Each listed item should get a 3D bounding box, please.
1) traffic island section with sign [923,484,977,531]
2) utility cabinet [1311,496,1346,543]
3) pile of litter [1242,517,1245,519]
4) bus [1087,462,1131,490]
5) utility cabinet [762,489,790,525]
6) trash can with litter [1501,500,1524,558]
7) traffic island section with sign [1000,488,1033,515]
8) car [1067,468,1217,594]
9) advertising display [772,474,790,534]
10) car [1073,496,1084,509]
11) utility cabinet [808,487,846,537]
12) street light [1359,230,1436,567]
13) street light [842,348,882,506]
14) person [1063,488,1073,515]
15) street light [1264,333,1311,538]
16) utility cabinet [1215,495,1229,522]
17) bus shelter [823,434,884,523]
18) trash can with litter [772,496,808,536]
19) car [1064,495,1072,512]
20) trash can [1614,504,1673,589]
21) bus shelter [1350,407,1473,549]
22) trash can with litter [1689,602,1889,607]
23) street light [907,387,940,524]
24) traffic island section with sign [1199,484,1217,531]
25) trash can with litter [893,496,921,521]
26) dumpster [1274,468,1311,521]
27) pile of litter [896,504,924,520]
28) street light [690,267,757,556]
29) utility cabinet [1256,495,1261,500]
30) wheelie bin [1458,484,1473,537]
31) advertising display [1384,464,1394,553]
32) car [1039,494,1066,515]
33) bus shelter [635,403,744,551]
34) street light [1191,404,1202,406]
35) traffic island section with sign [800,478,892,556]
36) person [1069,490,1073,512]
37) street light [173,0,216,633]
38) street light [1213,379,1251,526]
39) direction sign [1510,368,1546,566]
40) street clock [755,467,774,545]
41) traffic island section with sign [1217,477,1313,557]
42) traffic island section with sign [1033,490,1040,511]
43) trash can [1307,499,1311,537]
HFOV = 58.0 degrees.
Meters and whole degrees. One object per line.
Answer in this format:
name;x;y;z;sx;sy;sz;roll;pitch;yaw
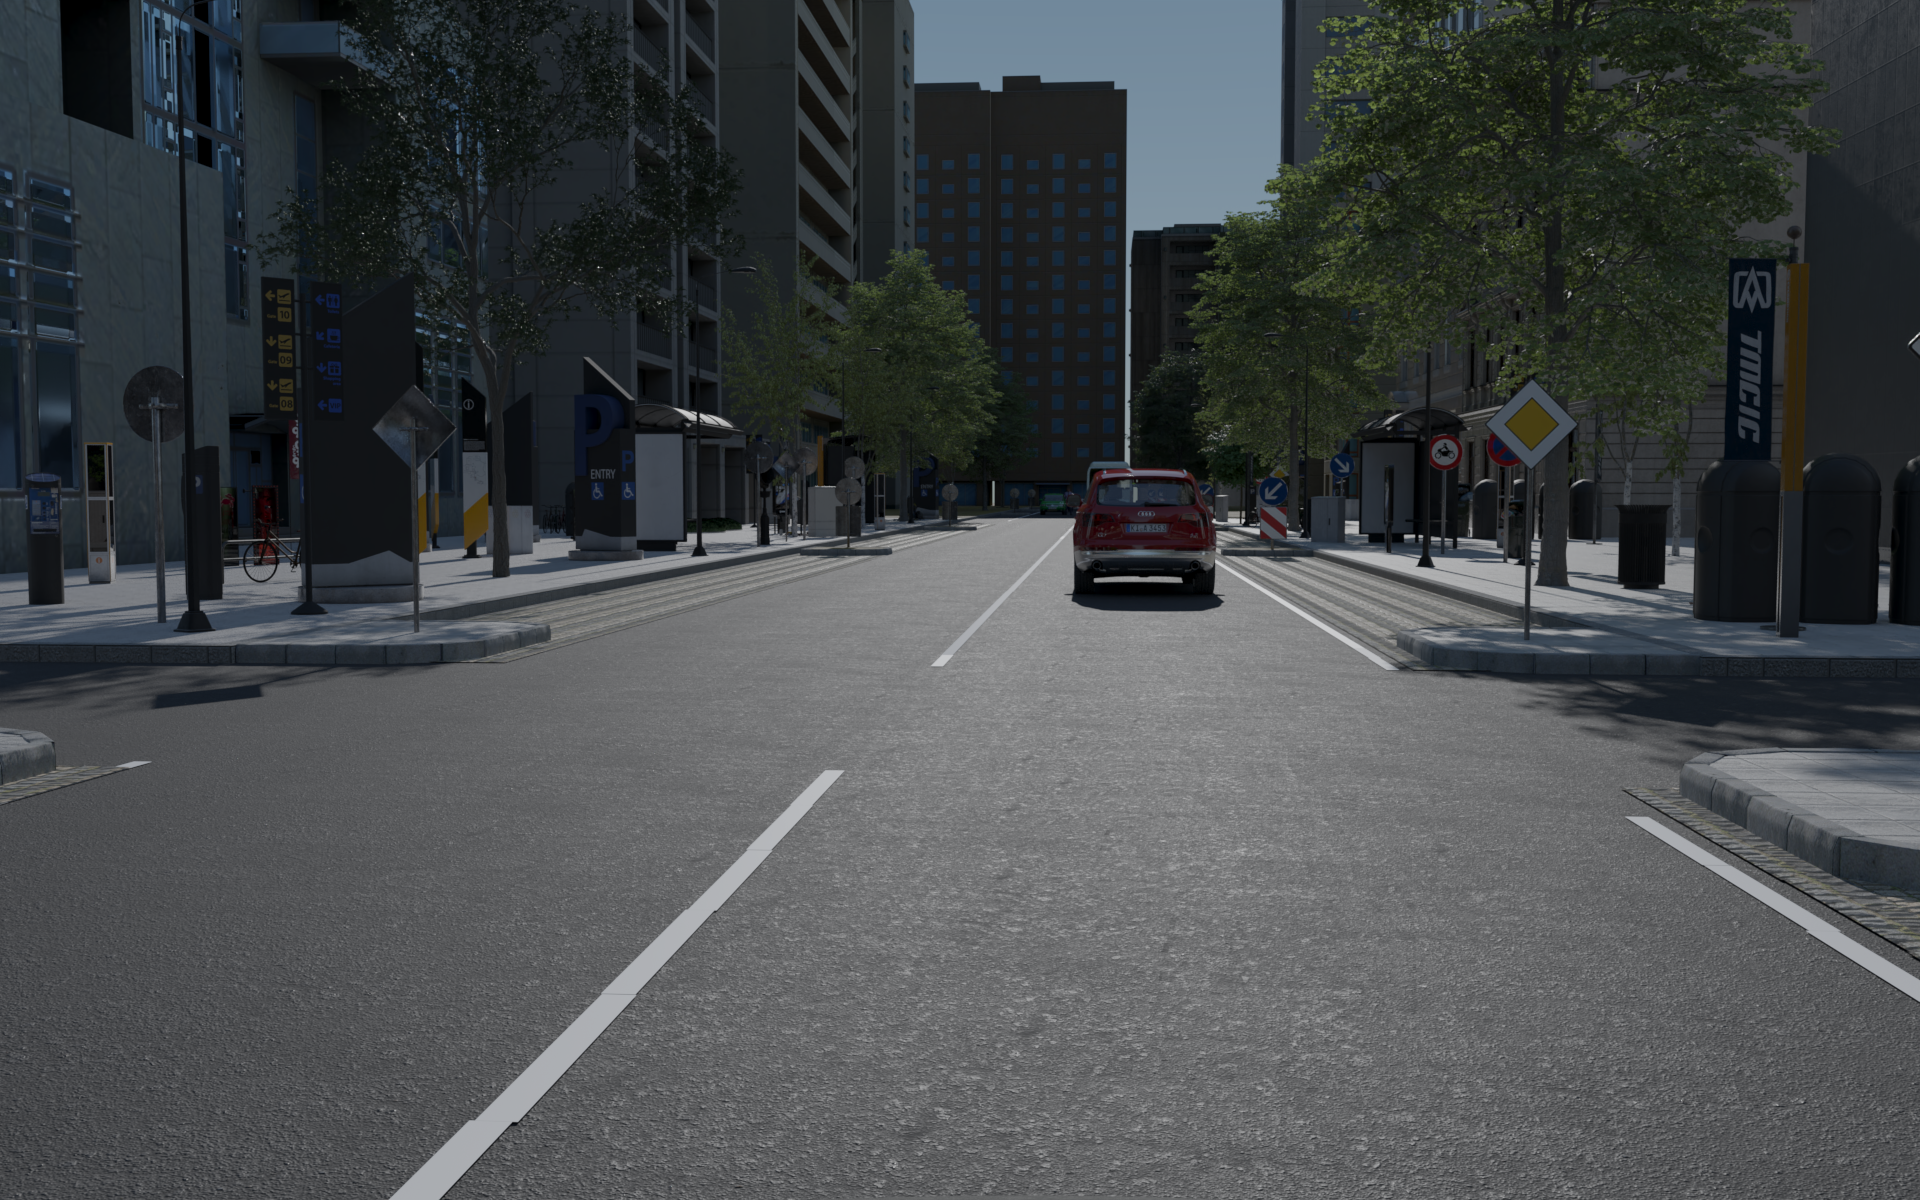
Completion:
traffic island section with sign;-0.356;-3.638;68.103;1.989;1.847;2.006;0;4;5
utility cabinet;9.776;-2.132;46.017;0.306;1.237;1.020;-2;4;-32
pile of litter;14.993;-4.498;87.505;1.176;0.858;1.719;-1;4;-22
bus;9.194;-6.739;105.038;2.948;3.499;13.247;0;4;6
utility cabinet;-7.617;-3.855;71.704;1.173;1.500;0.318;1;4;21
trash can with litter;11.154;-1.436;34.873;0.624;1.170;1.055;1;4;11
traffic island section with sign;3.769;-6.655;117.440;1.989;1.847;2.006;0;4;5
car;2.753;-1.081;26.352;2.281;1.827;5.304;0;4;4
advertising display;-5.831;-3.136;56.482;0.123;1.923;0.974;2;4;23
car;10.002;-8.657;153.899;2.083;1.381;4.827;0;4;6
utility cabinet;-3.969;-2.593;51.078;0.318;1.500;1.173;3;5;40
street light;7.663;-3.538;30.384;1.470;5.913;1.316;0;4;5
street light;-3.190;-5.063;55.314;1.470;5.913;1.316;0;4;5
person;7.306;-6.639;116.921;0.709;1.838;0.599;1;4;9
street light;9.459;-4.741;50.061;1.470;5.913;1.316;0;4;5
utility cabinet;12.145;-4.234;80.383;0.306;1.237;1.020;-1;4;-10
bus shelter;-4.321;-4.837;70.365;1.731;3.624;6.357;0;4;5
trash can with litter;-4.895;-2.580;53.241;1.678;1.210;2.233;-3;4;-39
car;8.347;-7.958;142.685;1.945;1.354;3.894;0;4;6
trash can;9.263;-0.726;23.519;0.748;1.137;0.748;0;3;0
bus shelter;11.099;-3.004;43.035;2.014;3.302;5.546;0;4;5
trash can with litter;9.720;-0.556;20.147;2.233;1.210;1.678;2;4;24
street light;-1.588;-6.276;75.147;1.470;5.913;1.316;0;4;5
traffic island section with sign;9.364;-3.583;67.210;1.989;1.847;2.006;0;4;5
trash can with litter;-2.686;-4.445;83.731;1.678;1.210;2.233;2;4;26
dumpster;12.564;-3.898;66.230;1.502;2.255;1.985;0;4;5
pile of litter;-2.545;-4.457;86.840;1.719;0.858;1.176;-1;4;-16
street light;-4.854;-3.858;35.627;1.470;5.913;1.316;0;4;5
utility cabinet;14.852;-4.478;84.372;1.020;1.237;0.306;1;4;9
wheelie bin;14.992;-2.691;51.900;0.980;1.594;0.693;1;4;19
advertising display;9.402;-2.004;37.982;0.123;1.923;0.974;1;4;9
car;6.491;-6.791;119.831;1.959;1.807;4.718;0;4;6
bus shelter;-6.689;-2.893;41.222;2.014;3.302;5.546;0;4;5
street light;12.594;-7.151;89.452;1.470;5.913;1.316;0;4;5
traffic island section with sign;-2.642;-1.975;40.925;1.989;1.847;2.006;0;4;5
person;8.533;-7.749;135.720;0.750;1.759;0.617;-2;4;-30
street light;-6.611;-2.655;15.947;1.470;5.913;1.316;0;4;5
street light;11.006;-5.946;69.758;1.470;5.913;1.316;0;4;5
direction sign;10.175;-2.392;31.100;0.876;3.537;0.379;-2;4;-31
street clock;-4.921;-2.388;43.616;0.358;2.002;0.471;3;4;38
traffic island section with sign;7.113;-1.940;40.348;1.989;1.847;2.006;0;4;5
traffic island section with sign;6.055;-8.318;144.626;1.989;1.847;2.006;0;4;5
trash can;10.570;-2.432;51.419;0.748;1.137;0.748;0;3;0
